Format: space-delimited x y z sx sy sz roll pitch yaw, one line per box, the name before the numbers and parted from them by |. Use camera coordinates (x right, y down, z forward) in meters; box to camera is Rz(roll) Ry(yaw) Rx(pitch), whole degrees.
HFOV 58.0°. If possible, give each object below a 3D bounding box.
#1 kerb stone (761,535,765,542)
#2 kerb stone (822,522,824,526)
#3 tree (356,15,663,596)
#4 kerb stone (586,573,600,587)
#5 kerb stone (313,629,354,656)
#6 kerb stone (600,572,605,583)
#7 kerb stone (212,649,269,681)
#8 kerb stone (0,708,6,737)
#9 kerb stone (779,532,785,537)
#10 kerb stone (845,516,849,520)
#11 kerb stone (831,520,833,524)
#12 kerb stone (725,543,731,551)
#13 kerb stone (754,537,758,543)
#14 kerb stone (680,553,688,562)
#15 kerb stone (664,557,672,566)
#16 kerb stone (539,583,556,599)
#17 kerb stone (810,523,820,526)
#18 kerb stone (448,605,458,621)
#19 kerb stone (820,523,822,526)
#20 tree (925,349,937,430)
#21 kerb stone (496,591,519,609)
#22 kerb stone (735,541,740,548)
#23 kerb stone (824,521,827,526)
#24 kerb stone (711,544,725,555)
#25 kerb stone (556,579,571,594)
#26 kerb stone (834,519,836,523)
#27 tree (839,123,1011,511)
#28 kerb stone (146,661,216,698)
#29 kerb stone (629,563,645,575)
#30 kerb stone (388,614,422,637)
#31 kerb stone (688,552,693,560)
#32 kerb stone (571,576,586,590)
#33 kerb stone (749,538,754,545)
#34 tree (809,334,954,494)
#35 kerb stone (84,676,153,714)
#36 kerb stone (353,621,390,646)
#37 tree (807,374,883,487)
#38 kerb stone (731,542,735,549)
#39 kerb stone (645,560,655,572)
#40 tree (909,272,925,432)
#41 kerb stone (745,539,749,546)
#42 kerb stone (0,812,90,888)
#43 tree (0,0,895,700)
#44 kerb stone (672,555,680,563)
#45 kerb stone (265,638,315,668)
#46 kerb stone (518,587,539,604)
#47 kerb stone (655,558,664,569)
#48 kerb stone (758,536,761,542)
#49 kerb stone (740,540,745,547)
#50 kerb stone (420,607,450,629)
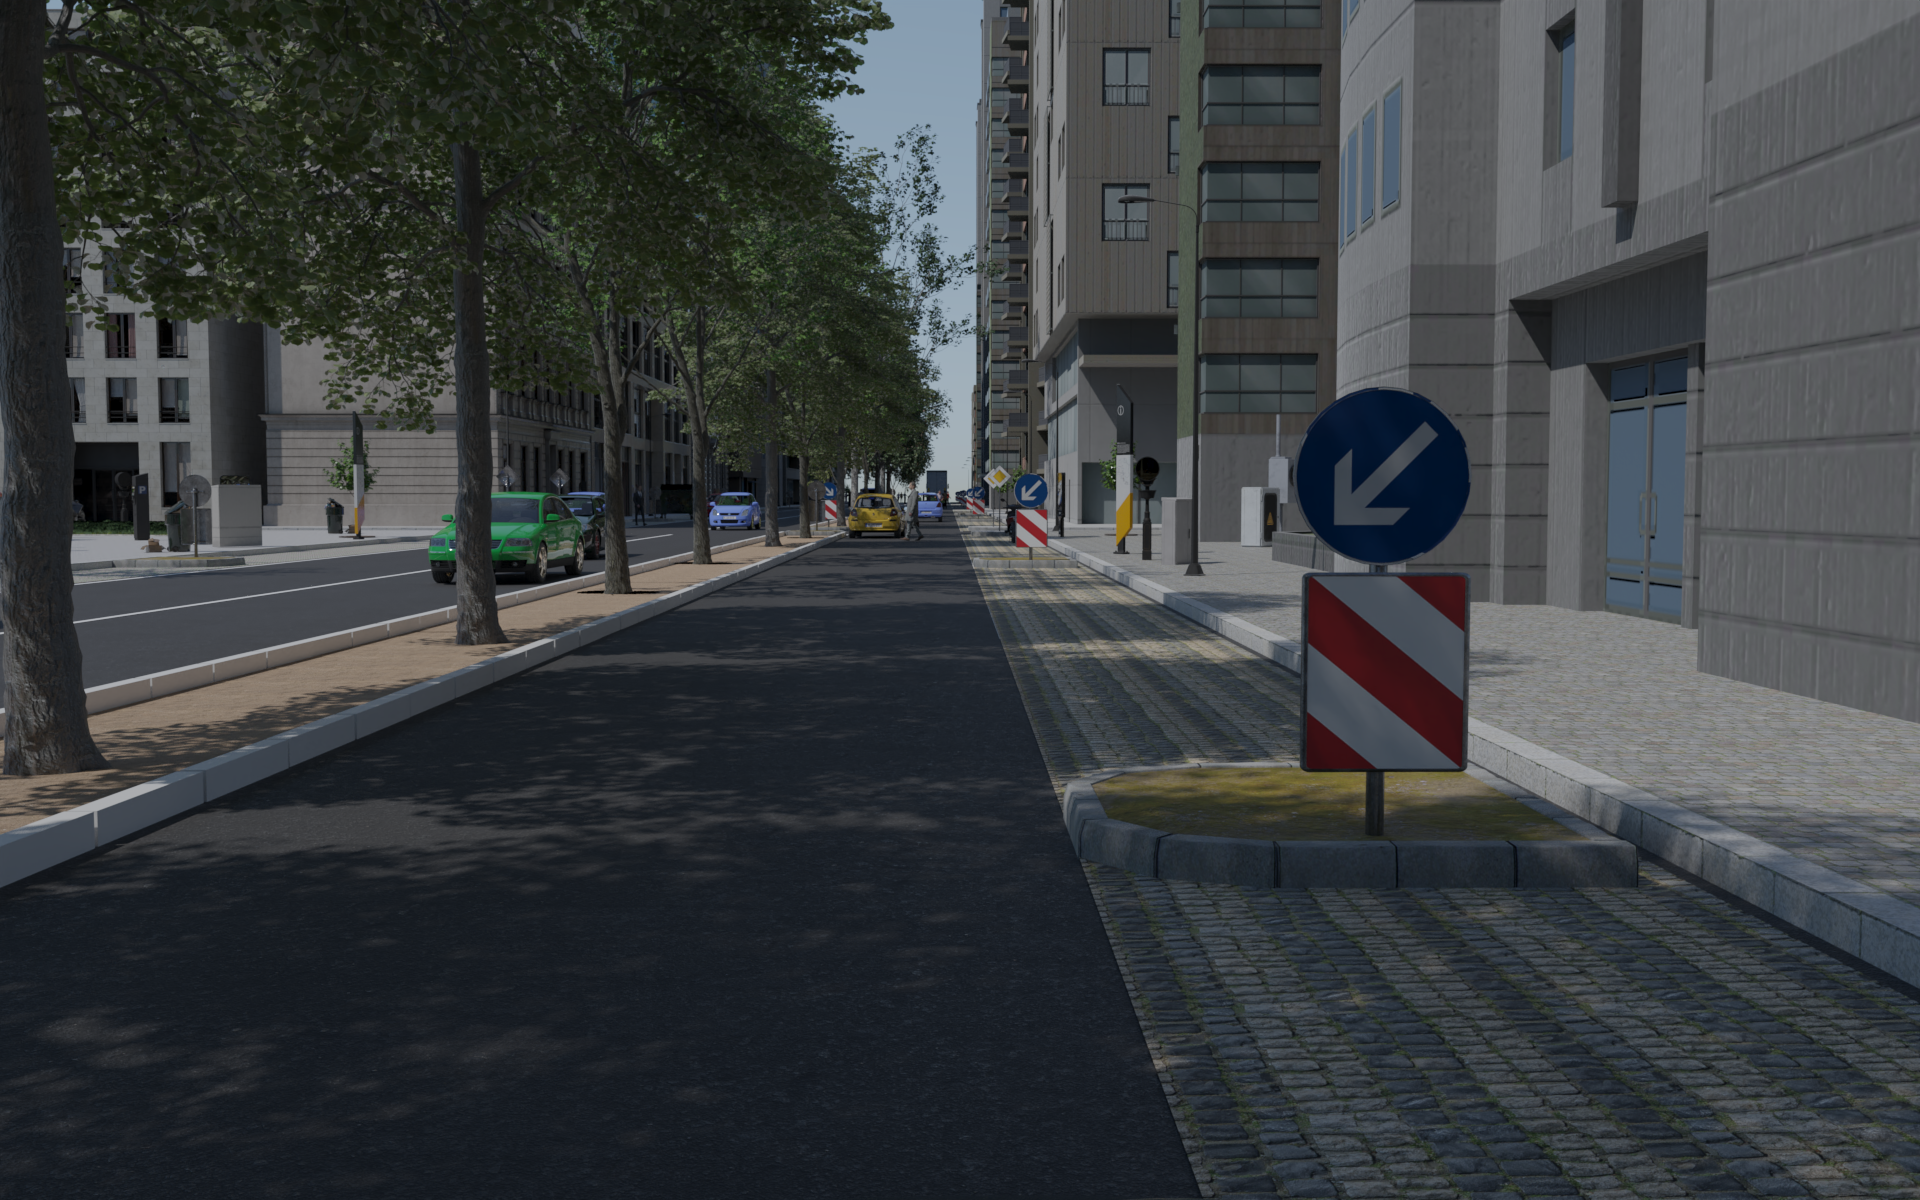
kerb stone | -5.991 -1.793 51.569 0.120 0.150 1.000 0 4 0
kerb stone | -6.168 -3.271 75.671 0.120 0.150 1.000 0 4 0
tree | -5.003 -5.892 24.542 9.928 11.665 9.643 0 3 0
kerb stone | -5.805 -0.291 26.955 0.120 0.150 1.000 0 4 0
kerb stone | -5.729 0.402 15.654 0.120 0.150 1.000 0 4 0
kerb stone | -5.817 -0.354 27.983 0.120 0.150 1.000 0 4 0
kerb stone | -5.707 0.525 13.610 0.120 0.150 1.000 0 4 0
kerb stone | -5.681 0.716 10.525 0.120 0.150 1.000 0 4 0
kerb stone | -6.045 -2.236 58.752 0.120 0.150 1.000 0 4 0
kerb stone | -6.339 -4.714 99.267 0.120 0.150 1.000 0 4 0
kerb stone | -6.214 -3.642 81.848 0.120 0.150 1.000 0 4 0
kerb stone | -5.928 -1.286 43.349 0.120 0.150 1.000 0 4 0
kerb stone | -5.976 -1.671 49.510 0.120 0.150 1.000 0 4 0
kerb stone | -5.874 -0.855 36.175 0.120 0.150 1.000 0 4 0
kerb stone | -5.868 -0.730 34.128 0.120 0.150 1.000 0 4 0
kerb stone | -5.783 -0.104 23.888 0.120 0.150 1.000 0 4 0
kerb stone | -6.157 -3.145 73.624 0.120 0.150 1.000 0 4 0
kerb stone | -5.754 0.149 19.780 0.120 0.150 1.000 0 4 0
kerb stone | -6.164 -3.208 74.649 0.120 0.150 1.000 0 4 0
tree | -4.865 -9.251 71.837 7.486 12.596 7.792 0 3 0
kerb stone | -5.773 0.022 21.839 0.120 0.150 1.000 0 4 0
kerb stone | -5.945 -1.417 45.407 0.120 0.150 1.000 0 4 0
kerb stone | -6.185 -3.397 77.729 0.120 0.150 1.000 0 4 0
kerb stone | -5.929 -1.231 42.324 0.120 0.150 1.000 0 4 0
kerb stone | -5.798 -0.166 24.911 0.120 0.150 1.000 0 4 0
kerb stone | -6.228 -3.767 83.900 0.120 0.150 1.000 0 4 0
tree | -4.176 -14.018 87.532 12.611 20.169 13.585 0 3 0
kerb stone | -5.699 0.588 12.582 0.120 0.150 1.000 0 4 0
kerb stone | -5.841 -0.538 31.062 0.120 0.150 1.000 0 4 0
kerb stone | -5.734 0.275 17.705 0.120 0.150 1.000 0 4 0
kerb stone | -5.882 -0.918 37.197 0.120 0.150 1.000 0 4 0
kerb stone | -5.805 -0.229 25.933 0.120 0.150 1.000 0 4 0
kerb stone | -5.967 -1.608 48.483 0.120 0.150 1.000 0 4 0
tree | -5.198 -11.589 108.952 9.611 12.733 9.660 0 3 0
kerb stone | -5.693 0.651 11.558 0.120 0.150 1.000 0 4 0
kerb stone | -5.736 0.340 16.677 0.120 0.150 1.000 0 4 0
tree | -5.366 -7.666 78.153 4.737 8.622 4.395 0 3 0
kerb stone | -5.941 -1.356 44.371 0.120 0.150 1.000 0 4 0
kerb stone | -5.840 -0.605 32.084 0.120 0.150 1.000 0 4 0
tree | -4.962 -7.673 46.034 7.486 12.596 7.792 0 3 0
kerb stone | -5.967 -1.545 47.456 0.120 0.150 1.000 0 4 0
kerb stone | -3.555 0.960 6.501 0.120 0.150 1.000 0 4 0
tree | -4.487 -5.819 15.727 7.486 12.596 7.792 0 3 0
kerb stone | -5.865 -0.789 35.151 0.120 0.150 1.000 0 4 0
kerb stone | -5.713 0.463 14.632 0.120 0.150 1.000 0 4 0
kerb stone | -5.776 -0.041 22.865 0.120 0.150 1.000 0 4 0
kerb stone | -5.853 -0.667 33.106 0.120 0.150 1.000 0 4 0
kerb stone | -5.988 -1.734 50.542 0.120 0.150 1.000 0 4 0
kerb stone | -5.953 -1.480 46.429 0.120 0.150 1.000 0 4 0
kerb stone | -5.751 0.215 18.741 0.120 0.150 1.000 0 4 0
